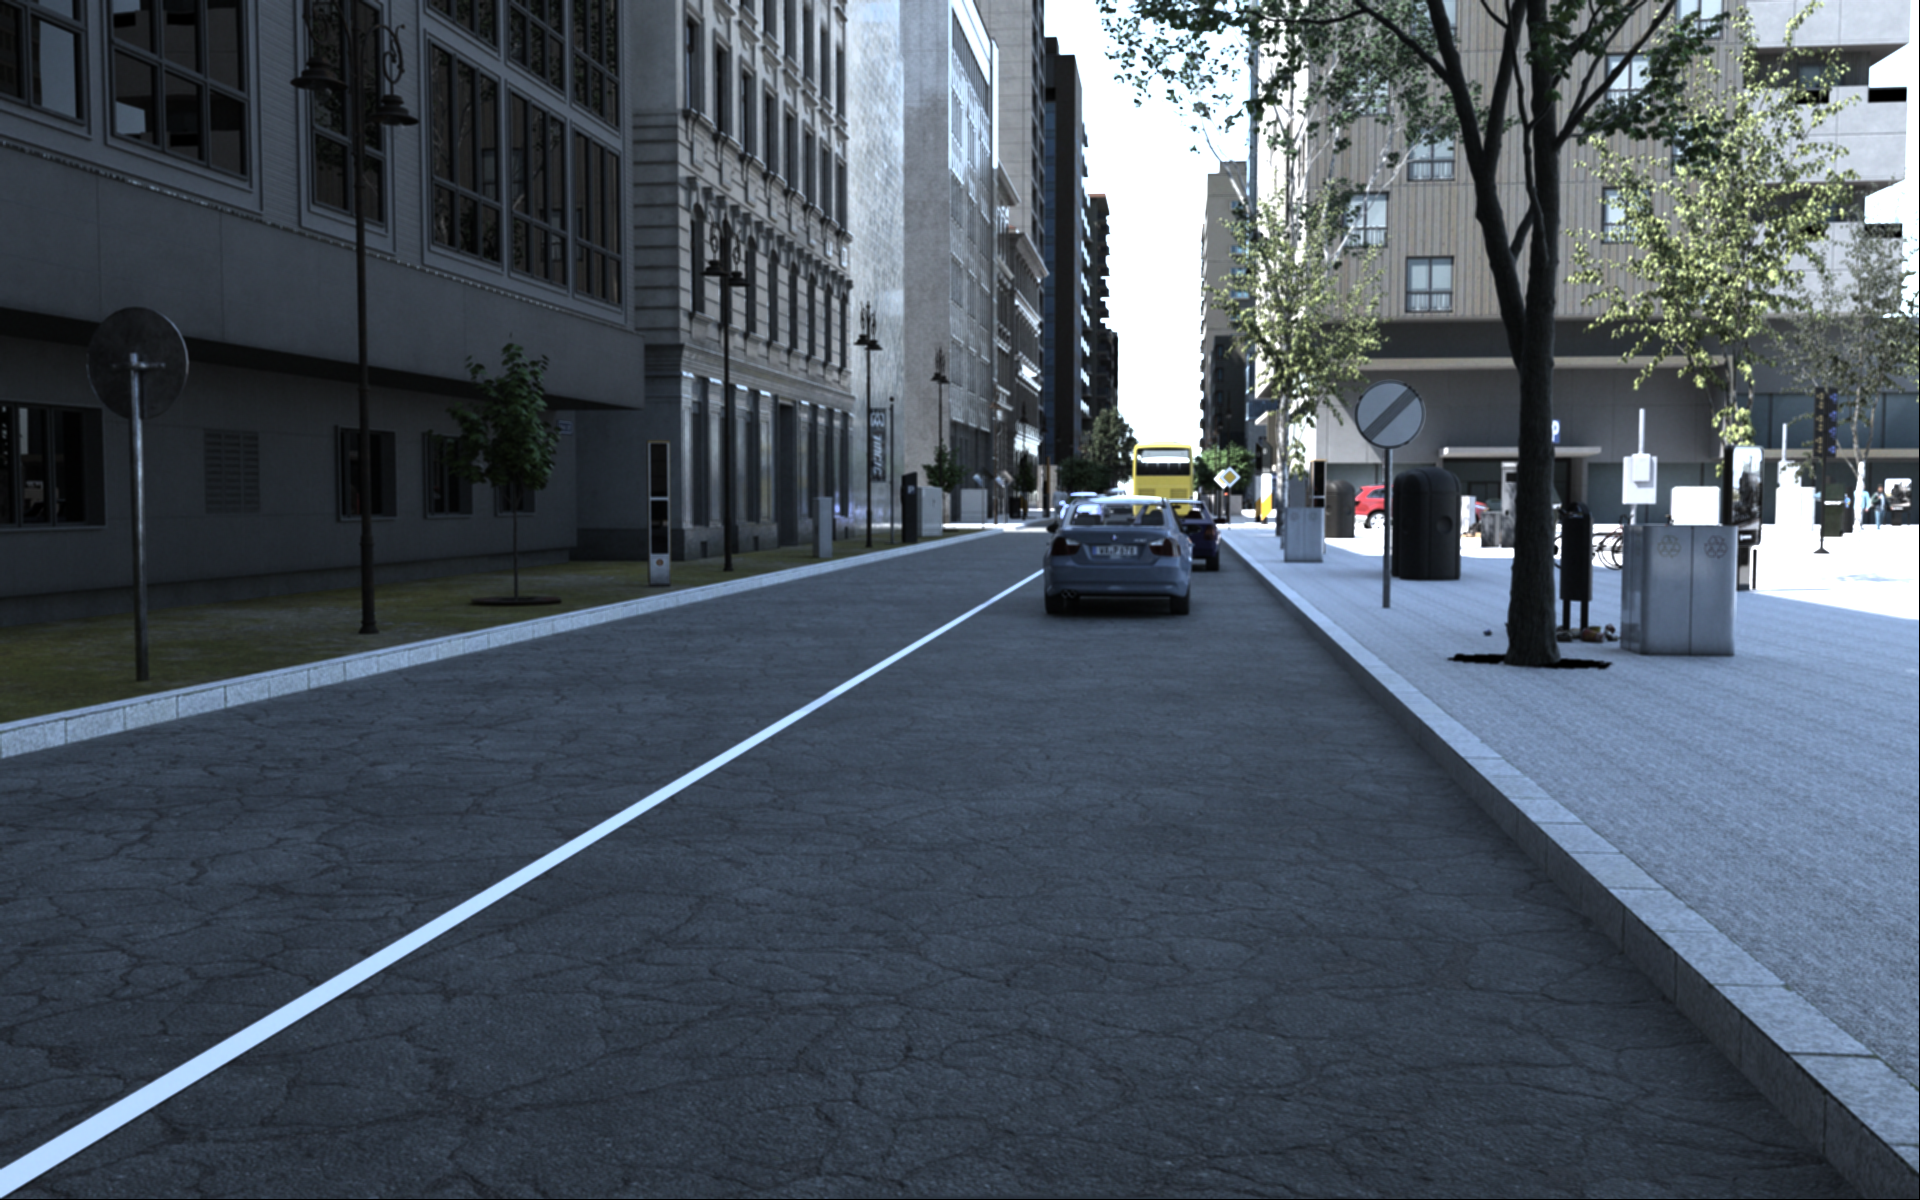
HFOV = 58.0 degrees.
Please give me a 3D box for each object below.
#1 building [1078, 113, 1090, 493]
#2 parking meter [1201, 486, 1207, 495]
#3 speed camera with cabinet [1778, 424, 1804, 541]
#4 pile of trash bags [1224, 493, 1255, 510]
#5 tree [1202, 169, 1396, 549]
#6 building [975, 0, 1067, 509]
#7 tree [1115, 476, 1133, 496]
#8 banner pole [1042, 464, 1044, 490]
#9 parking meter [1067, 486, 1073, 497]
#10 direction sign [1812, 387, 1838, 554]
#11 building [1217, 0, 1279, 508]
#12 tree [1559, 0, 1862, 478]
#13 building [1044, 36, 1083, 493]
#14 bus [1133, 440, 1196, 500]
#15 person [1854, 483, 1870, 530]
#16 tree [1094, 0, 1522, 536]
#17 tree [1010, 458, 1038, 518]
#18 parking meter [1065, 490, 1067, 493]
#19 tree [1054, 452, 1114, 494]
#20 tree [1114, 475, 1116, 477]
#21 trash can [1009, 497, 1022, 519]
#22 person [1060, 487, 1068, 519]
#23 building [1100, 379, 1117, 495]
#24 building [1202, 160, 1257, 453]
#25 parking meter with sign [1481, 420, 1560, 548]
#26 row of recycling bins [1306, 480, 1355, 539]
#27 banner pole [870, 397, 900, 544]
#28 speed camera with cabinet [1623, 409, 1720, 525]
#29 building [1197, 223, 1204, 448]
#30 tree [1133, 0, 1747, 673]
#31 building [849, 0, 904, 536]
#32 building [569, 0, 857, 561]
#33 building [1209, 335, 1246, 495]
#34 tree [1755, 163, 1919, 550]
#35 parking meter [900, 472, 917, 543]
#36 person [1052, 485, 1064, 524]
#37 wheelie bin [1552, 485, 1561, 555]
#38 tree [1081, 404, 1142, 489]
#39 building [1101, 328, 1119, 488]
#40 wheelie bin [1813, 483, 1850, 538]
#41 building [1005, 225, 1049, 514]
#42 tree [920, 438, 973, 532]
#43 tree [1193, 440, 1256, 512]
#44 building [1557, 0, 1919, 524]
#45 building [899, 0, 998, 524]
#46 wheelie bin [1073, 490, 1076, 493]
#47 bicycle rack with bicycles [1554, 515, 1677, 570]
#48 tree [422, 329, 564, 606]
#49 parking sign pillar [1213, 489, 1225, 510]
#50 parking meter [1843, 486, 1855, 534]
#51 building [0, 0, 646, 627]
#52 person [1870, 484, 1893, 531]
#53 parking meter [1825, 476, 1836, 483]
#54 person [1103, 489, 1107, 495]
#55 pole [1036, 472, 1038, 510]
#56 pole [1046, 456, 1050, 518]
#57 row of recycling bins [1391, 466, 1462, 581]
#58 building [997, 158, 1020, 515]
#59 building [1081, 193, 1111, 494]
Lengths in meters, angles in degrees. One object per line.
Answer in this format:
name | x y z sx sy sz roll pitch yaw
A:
building | 3.195 -35.355 197.661 23.786 49.044 30.456 0 4 7
parking meter | 17.335 -7.168 122.913 0.255 1.863 0.399 -2 4 -35
speed camera with cabinet | 23.048 -3.285 48.042 0.660 3.252 2.038 2 4 25
pile of trash bags | 22.586 -8.039 141.191 1.912 1.369 3.447 -2 4 -26
tree | 7.798 -5.491 40.137 4.737 8.622 4.395 0 3 0
building | -0.673 -43.924 156.407 20.563 71.187 20.611 0 4 7
tree | 24.978 -19.105 262.723 4.360 8.622 3.978 0 3 0
banner pole | 6.961 -9.537 145.950 0.401 3.779 0.863 0 4 -7
parking meter | 7.572 -6.930 119.021 0.399 1.863 0.255 1 4 12
direction sign | 18.403 -2.746 36.892 0.876 3.537 0.379 -3 4 -35
building | 37.312 -52.458 170.362 22.319 86.520 31.000 0 4 7
tree | 11.210 -4.597 25.524 4.737 8.622 4.395 0 3 0
building | 5.043 -32.086 174.710 14.600 45.320 14.200 0 4 7
bus | 9.258 -5.316 78.471 2.896 3.916 12.252 0 4 7
person | 32.152 -3.265 61.752 0.748 1.841 0.638 -2 4 -27
tree | 11.232 -11.982 51.788 12.611 20.169 13.585 0 3 0
tree | 3.567 -5.949 91.869 1.663 3.219 1.824 0 3 0
parking meter | 7.597 -6.933 121.762 0.372 1.533 0.369 0 3 0
tree | 8.896 -9.153 133.369 4.285 4.588 4.351 0 3 0
tree | 11.619 -10.650 157.842 4.285 4.588 4.351 0 3 0
trash can | 2.870 -4.809 90.281 0.748 1.137 0.748 0 3 0
person | 5.305 -4.882 88.540 0.478 1.798 0.641 3 5 44
building | 10.700 -26.382 276.388 27.650 21.520 28.899 0 4 7
building | 45.501 -38.088 246.438 21.300 48.544 21.600 0 4 7
parking meter with sign | 13.268 -2.746 41.152 1.738 3.016 0.543 3 5 42
row of recycling bins | 10.921 -2.705 51.344 1.069 1.692 3.534 0 4 1
banner pole | -1.963 -3.330 44.467 0.863 3.779 0.401 -1 4 -19
speed camera with cabinet | 16.560 -2.813 40.333 2.038 3.252 0.660 1 4 14
building | 48.604 -37.732 271.549 22.147 44.769 28.867 0 4 7
tree | 4.134 -5.318 12.707 9.928 11.665 9.643 0 3 0
building | -10.963 -12.373 57.044 16.860 20.320 10.420 0 4 7
building | -8.811 -11.784 41.814 9.793 20.994 18.267 0 4 7
building | 43.251 -21.816 201.736 27.650 21.520 28.899 0 4 7
tree | 20.476 -5.448 39.432 4.360 8.622 3.978 0 3 0
parking meter | -1.345 -2.443 45.651 0.399 1.863 0.255 -1 4 -22
person | 4.690 -4.516 82.213 0.514 1.842 0.818 -2 4 -31
wheelie bin | 12.085 -1.736 36.284 0.980 1.594 0.693 -1 4 -22
tree | 19.554 -18.629 221.586 9.611 12.733 9.660 0 3 0
building | 19.928 -32.104 296.607 14.160 30.474 14.107 0 4 7
wheelie bin | 25.790 -2.651 51.256 0.980 1.594 0.693 2 4 27
building | -0.235 -17.560 123.254 11.583 22.565 21.152 0 4 7
tree | -0.639 -3.973 59.555 1.663 3.219 1.824 0 3 0
tree | 16.292 -7.773 110.800 4.285 4.588 4.351 0 3 0
building | 28.947 -30.219 83.320 27.495 52.752 28.713 0 4 7
building | -5.194 -16.212 83.083 12.078 24.808 19.932 0 4 7
wheelie bin | 8.206 -7.317 127.537 0.693 1.594 0.980 3 4 37
bicycle rack with bicycles | 11.722 -0.984 29.477 2.925 0.926 2.852 2 4 28
tree | -5.163 -1.575 20.347 1.663 3.219 1.824 0 3 0
parking sign pillar | 20.455 -9.172 138.429 1.447 3.967 1.447 0 4 7
parking meter | 28.838 -2.927 56.272 0.372 1.533 0.369 0 3 0
building | -14.037 -13.876 20.388 14.314 27.812 24.014 0 4 7
person | 33.313 -3.295 62.723 0.623 1.781 0.721 -2 4 -27
parking meter | 28.540 -3.130 56.883 0.399 1.863 0.255 -3 5 -41
person | 11.532 -7.818 136.505 0.709 1.800 0.728 2 4 27
pole | 6.336 -9.142 143.318 0.158 3.312 0.155 0 3 0
pole | 4.760 -6.104 93.645 0.158 3.312 0.155 0 3 0
row of recycling bins | 7.308 -1.236 27.322 1.069 1.692 3.534 1 4 13
building | -2.798 -16.758 102.879 11.050 23.489 19.941 0 4 7
building | 10.026 -36.170 246.003 22.147 44.769 28.867 0 4 7
